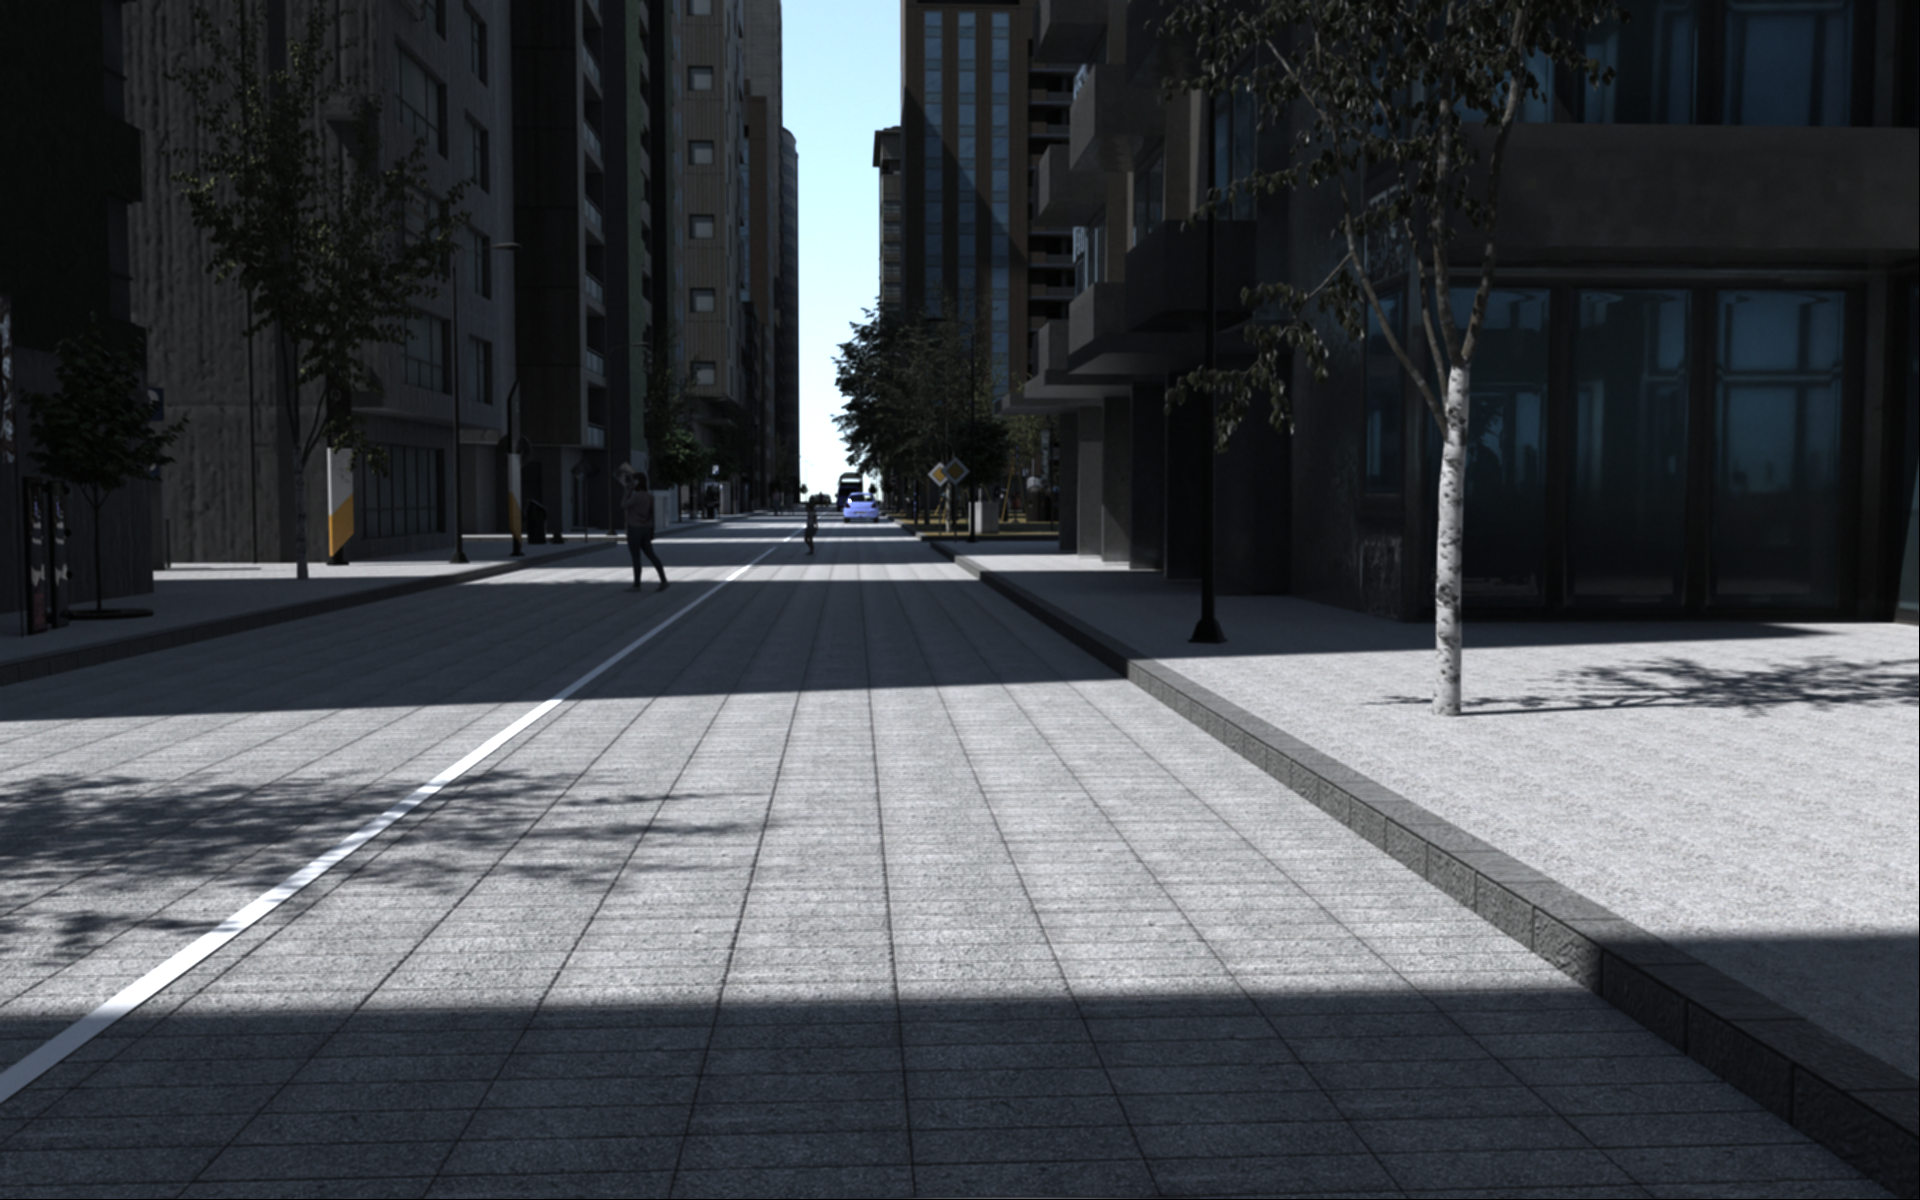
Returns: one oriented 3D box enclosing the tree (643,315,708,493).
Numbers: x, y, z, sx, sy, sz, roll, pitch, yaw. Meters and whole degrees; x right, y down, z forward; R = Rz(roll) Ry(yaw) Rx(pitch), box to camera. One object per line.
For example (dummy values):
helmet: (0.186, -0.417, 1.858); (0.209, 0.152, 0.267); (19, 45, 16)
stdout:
tree: (-12.453, -7.323, 70.088); (4.737, 8.622, 4.395); (0, 3, 0)

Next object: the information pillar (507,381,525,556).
information pillar: (-9.177, -2.712, 35.689); (0.183, 3.616, 0.504); (0, 4, 6)

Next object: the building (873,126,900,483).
building: (2.214, -40.131, 245.385); (28.713, 52.752, 27.495); (0, 4, -4)

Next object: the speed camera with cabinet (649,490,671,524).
speed camera with cabinet: (-13.367, -4.875, 74.041); (0.660, 3.252, 2.038); (3, 5, 43)

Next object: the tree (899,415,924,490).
tree: (-1.173, -10.534, 122.593); (4.737, 8.622, 4.395); (0, 3, 0)

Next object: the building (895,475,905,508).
building: (10.218, -28.724, 161.517); (32.217, 40.220, 23.993); (0, 4, -4)

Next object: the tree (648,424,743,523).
tree: (-12.724, -5.771, 78.068); (4.285, 4.588, 4.351); (0, 3, 0)

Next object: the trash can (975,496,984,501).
trash can: (1.435, -7.033, 126.634); (0.748, 1.137, 0.748); (0, 3, 0)

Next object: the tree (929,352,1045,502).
tree: (1.257, -8.465, 88.762); (4.737, 8.622, 4.395); (0, 3, 0)

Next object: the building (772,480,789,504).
building: (-38.520, -32.484, 222.987); (32.217, 40.220, 23.993); (0, 4, -4)

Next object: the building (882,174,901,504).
building: (-3.021, -33.048, 223.932); (14.154, 41.232, 14.086); (0, 4, -4)

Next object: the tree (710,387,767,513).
tree: (-15.297, -10.330, 119.264); (4.360, 8.622, 3.978); (0, 3, 0)

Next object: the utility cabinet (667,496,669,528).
utility cabinet: (-11.217, -3.321, 65.461); (0.306, 1.237, 1.020); (0, 4, -2)

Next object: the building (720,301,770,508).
building: (-33.142, -19.816, 169.037); (27.650, 21.520, 28.899); (0, 4, -4)

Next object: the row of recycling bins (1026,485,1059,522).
row of recycling bins: (4.761, -4.494, 80.591); (3.534, 1.692, 1.069); (-1, 4, -18)

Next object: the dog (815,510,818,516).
dog: (-9.595, -5.758, 114.337); (0.550, 0.427, 0.748); (0, 4, 5)

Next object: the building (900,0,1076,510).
building: (2.236, -30.071, 141.768); (14.600, 45.320, 14.200); (0, 4, -4)

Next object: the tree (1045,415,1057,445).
tree: (3.856, -9.150, 99.969); (4.737, 8.622, 4.395); (0, 3, 0)

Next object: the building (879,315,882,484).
building: (-1.649, -37.856, 273.572); (22.147, 44.769, 28.867); (0, 4, -4)

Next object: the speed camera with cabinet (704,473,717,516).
speed camera with cabinet: (-14.453, -6.489, 100.438); (0.660, 3.252, 2.038); (-1, 4, -12)

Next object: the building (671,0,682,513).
building: (-25.315, -28.151, 110.386); (14.600, 45.320, 14.200); (0, 4, -4)

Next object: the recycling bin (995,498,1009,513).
recycling bin: (2.763, -6.230, 114.411); (0.722, 1.027, 0.722); (2, 4, 26)

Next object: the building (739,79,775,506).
building: (-27.786, -33.080, 190.963); (14.600, 45.320, 14.200); (0, 4, -4)

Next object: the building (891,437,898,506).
building: (3.983, -53.489, 187.215); (22.319, 86.520, 31.000); (0, 4, -4)

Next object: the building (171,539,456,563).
building: (-18.011, -21.646, 37.504); (14.086, 41.232, 14.154); (0, 4, -4)

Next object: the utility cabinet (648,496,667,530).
utility cabinet: (-10.940, -3.123, 62.223); (0.306, 1.237, 1.020); (1, 4, 10)

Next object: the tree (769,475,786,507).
tree: (-18.592, -11.179, 177.370); (1.663, 3.219, 1.824); (0, 3, 0)

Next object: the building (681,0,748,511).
building: (-31.553, -33.685, 139.984); (28.713, 52.752, 27.495); (0, 4, -4)

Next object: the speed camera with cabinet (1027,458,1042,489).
speed camera with cabinet: (4.714, -6.193, 95.588); (2.038, 3.252, 0.660); (3, 4, 36)

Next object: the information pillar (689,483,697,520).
information pillar: (-13.445, -5.063, 87.278); (0.304, 2.012, 0.304); (2, 4, 28)

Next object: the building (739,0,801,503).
building: (-33.200, -49.354, 245.193); (20.563, 71.187, 20.611); (0, 4, -4)

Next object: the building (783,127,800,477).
building: (-36.031, -44.515, 269.816); (21.231, 58.520, 28.212); (0, 4, -4)

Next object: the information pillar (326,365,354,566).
information pillar: (-11.185, -2.438, 31.214); (0.183, 3.616, 0.504); (2, 4, 33)

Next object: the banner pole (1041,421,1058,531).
banner pole: (3.024, -4.252, 59.540); (0.401, 3.779, 0.863); (3, 5, 41)

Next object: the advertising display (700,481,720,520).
advertising display: (-12.564, -5.012, 87.154); (0.974, 1.923, 0.123); (-1, 4, -15)

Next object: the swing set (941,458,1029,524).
swing set: (1.205, -4.745, 75.199); (3.119, 2.851, 2.862); (-1, 4, -22)

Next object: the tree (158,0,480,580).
tree: (-9.659, -4.610, 25.735); (4.737, 8.622, 4.395); (0, 3, 0)

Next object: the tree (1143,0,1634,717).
tree: (2.775, -3.650, 10.033); (4.360, 8.622, 3.978); (0, 3, 0)

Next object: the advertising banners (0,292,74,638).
advertising banners: (-8.506, -1.205, 15.898); (0.090, 3.025, 2.074); (-1, 4, -13)

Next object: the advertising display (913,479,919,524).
advertising display: (-1.881, -4.206, 73.986); (0.123, 1.923, 0.974); (0, 4, -7)

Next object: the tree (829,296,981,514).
tree: (-3.730, -12.578, 112.298); (9.857, 13.997, 8.962); (0, 3, 0)

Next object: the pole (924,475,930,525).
pole: (-1.388, -4.830, 72.815); (0.158, 3.312, 0.155); (0, 3, 0)

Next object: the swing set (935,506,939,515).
swing set: (0.389, -6.532, 104.421); (2.862, 2.851, 3.119); (-2, 4, -24)

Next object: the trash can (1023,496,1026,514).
trash can: (4.268, -5.991, 109.611); (0.748, 1.137, 0.748); (0, 3, 0)

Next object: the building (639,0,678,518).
building: (-22.368, -19.399, 88.867); (14.160, 30.474, 14.107); (0, 4, -4)

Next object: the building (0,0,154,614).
building: (-17.076, -14.840, 14.344); (14.160, 30.474, 14.107); (0, 4, -4)

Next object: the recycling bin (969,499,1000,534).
recycling bin: (0.769, -2.645, 55.801); (0.722, 1.027, 0.722); (-2, 4, -35)

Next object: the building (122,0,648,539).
building: (-18.758, -22.968, 59.120); (14.154, 41.232, 14.086); (0, 4, -4)

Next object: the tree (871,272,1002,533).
tree: (-0.528, -6.551, 57.475); (4.360, 8.622, 3.978); (0, 3, 0)

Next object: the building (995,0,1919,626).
building: (13.139, -25.051, 29.189); (23.786, 49.044, 30.456); (0, 4, -4)

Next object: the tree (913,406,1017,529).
tree: (-0.180, -5.180, 68.404); (4.285, 4.588, 4.351); (0, 3, 0)

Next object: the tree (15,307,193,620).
tree: (-8.909, -1.439, 18.122); (1.663, 3.219, 1.824); (0, 3, 0)
